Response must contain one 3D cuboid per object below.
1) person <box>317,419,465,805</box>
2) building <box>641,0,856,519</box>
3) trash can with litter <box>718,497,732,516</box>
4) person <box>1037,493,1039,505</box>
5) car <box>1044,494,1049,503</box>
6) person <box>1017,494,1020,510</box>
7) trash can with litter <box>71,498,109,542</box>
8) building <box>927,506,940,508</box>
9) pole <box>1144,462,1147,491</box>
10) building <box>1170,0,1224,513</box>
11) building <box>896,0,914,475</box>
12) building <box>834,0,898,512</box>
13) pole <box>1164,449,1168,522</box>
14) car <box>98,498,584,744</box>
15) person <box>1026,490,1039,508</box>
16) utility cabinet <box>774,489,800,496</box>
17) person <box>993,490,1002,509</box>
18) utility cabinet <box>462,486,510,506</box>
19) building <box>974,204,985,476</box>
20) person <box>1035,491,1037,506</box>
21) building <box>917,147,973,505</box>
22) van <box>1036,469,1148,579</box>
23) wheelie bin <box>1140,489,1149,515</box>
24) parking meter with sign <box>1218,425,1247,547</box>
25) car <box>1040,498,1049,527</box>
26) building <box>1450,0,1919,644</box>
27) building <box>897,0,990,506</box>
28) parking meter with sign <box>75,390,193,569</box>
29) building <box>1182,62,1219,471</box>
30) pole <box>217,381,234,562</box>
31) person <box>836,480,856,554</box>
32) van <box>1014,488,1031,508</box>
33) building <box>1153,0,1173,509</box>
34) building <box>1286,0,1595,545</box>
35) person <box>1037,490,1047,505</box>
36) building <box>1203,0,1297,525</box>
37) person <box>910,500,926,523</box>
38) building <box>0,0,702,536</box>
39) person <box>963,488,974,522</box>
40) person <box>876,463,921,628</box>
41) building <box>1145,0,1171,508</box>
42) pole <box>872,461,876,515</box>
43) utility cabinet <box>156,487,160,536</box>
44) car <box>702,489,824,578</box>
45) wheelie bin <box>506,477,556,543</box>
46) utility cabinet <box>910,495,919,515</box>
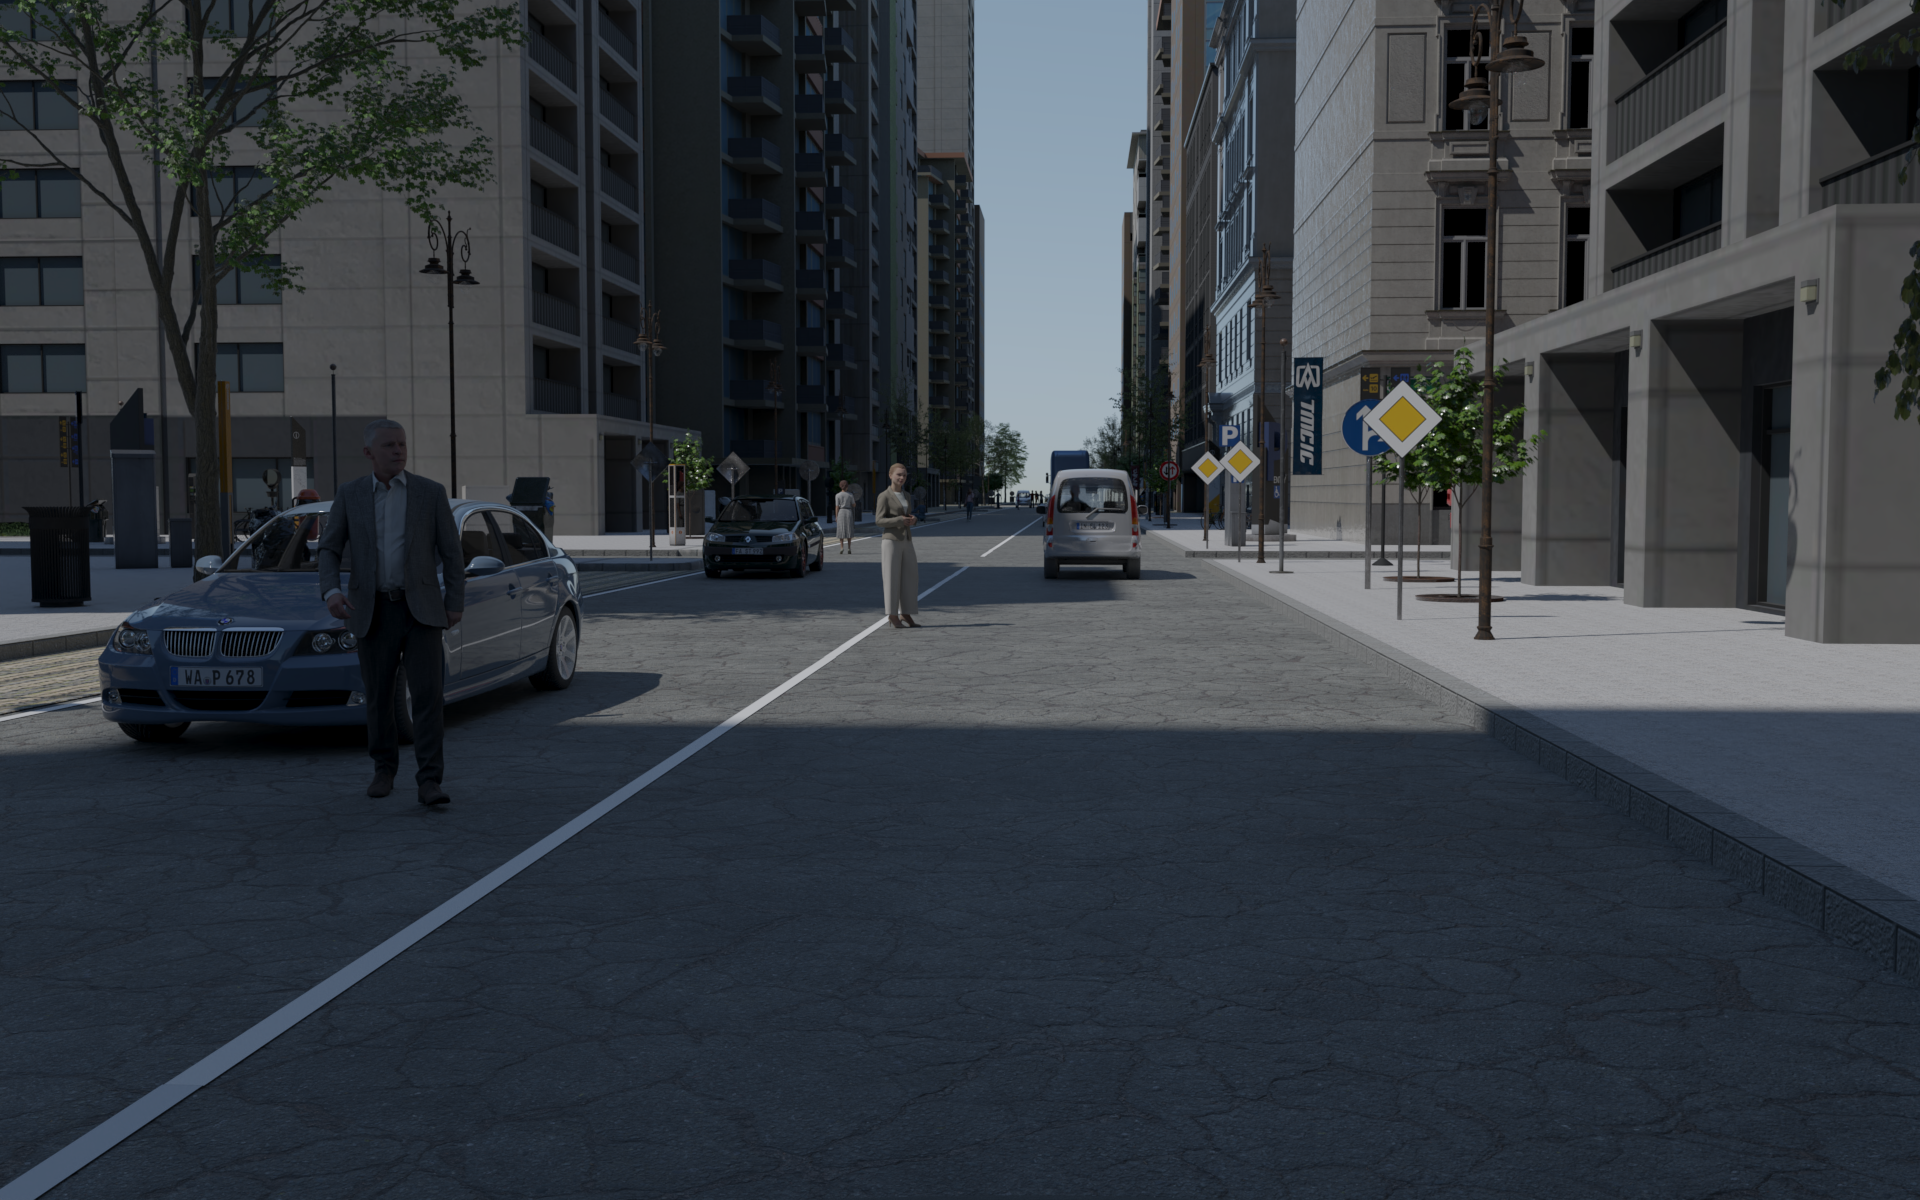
[{"bbox_3d":[-2.612,0.053,8.034,0.661,1.777,0.834,-2,4,-26],"label":"person"},{"bbox_3d":[-17.670,-26.995,95.987,22.147,44.769,28.867,0,4,4],"label":"building"},{"bbox_3d":[-8.859,-3.377,66.598,0.624,1.170,1.055,-3,4,-37],"label":"trash can with litter"},{"bbox_3d":[10.081,-13.281,226.090,0.683,1.767,0.568,2,4,26],"label":"person"},{"bbox_3d":[14.118,-16.049,272.616,2.015,1.641,3.980,0,4,2],"label":"car"},{"bbox_3d":[5.378,-8.926,157.663,0.599,1.433,0.991,0,4,-5],"label":"person"},{"bbox_3d":[-23.162,-2.116,45.980,1.055,1.170,0.624,1,4,15],"label":"trash can with litter"},{"bbox_3d":[-12.519,-44.620,167.783,20.563,71.187,20.611,0,4,4],"label":"building"},{"bbox_3d":[11.921,-7.198,111.536,0.158,3.312,0.155,0,3,0],"label":"pole"},{"bbox_3d":[22.197,-28.907,122.732,14.600,45.320,14.200,0,4,4],"label":"building"},{"bbox_3d":[-18.215,-33.971,144.666,28.713,52.752,27.495,0,4,4],"label":"building"},{"bbox_3d":[-12.136,-26.911,123.590,14.154,41.232,14.086,0,4,4],"label":"building"},{"bbox_3d":[9.349,-5.178,78.510,0.158,3.312,0.155,0,3,0],"label":"pole"},{"bbox_3d":[-3.839,0.030,11.519,2.014,1.417,4.499,0,4,4],"label":"car"},{"bbox_3d":[7.278,-10.137,174.205,1.348,1.831,0.705,0,4,3],"label":"person"},{"bbox_3d":[-8.082,-4.412,80.807,1.173,1.500,0.318,-1,4,-20],"label":"utility cabinet"},{"bbox_3d":[3.618,-9.628,166.001,0.705,1.814,1.350,3,5,41],"label":"person"},{"bbox_3d":[-12.394,-2.240,45.301,1.173,1.500,0.318,-2,4,-34],"label":"utility cabinet"},{"bbox_3d":[-3.555,-37.337,260.573,14.600,45.320,14.200,0,4,4],"label":"building"},{"bbox_3d":[9.284,-12.408,211.001,0.705,1.869,1.348,0,4,8],"label":"person"},{"bbox_3d":[-9.817,-34.436,217.649,22.147,44.769,28.867,0,4,4],"label":"building"},{"bbox_3d":[2.332,-1.446,30.655,2.013,2.044,4.112,0,4,4],"label":"van"},{"bbox_3d":[11.107,-5.907,104.485,0.693,1.594,0.980,0,4,3],"label":"wheelie bin"},{"bbox_3d":[6.807,-2.856,42.954,0.543,3.016,1.738,0,4,-1],"label":"parking meter with sign"},{"bbox_3d":[4.585,-3.945,76.863,2.083,1.381,4.827,0,4,3],"label":"car"},{"bbox_3d":[17.870,-35.366,16.490,20.563,71.187,20.611,0,4,4],"label":"building"},{"bbox_3d":[-6.247,-49.129,241.504,20.563,71.187,20.611,0,4,4],"label":"building"},{"bbox_3d":[-14.204,-2.052,29.812,1.738,3.016,0.543,-2,4,-29],"label":"parking meter with sign"},{"bbox_3d":[21.055,-18.894,102.432,14.314,27.812,24.014,0,4,4],"label":"building"},{"bbox_3d":[-13.284,-2.293,31.338,0.158,3.312,0.155,0,3,0],"label":"pole"},{"bbox_3d":[-2.732,-1.972,41.313,0.480,1.755,0.524,-1,4,-10],"label":"person"},{"bbox_3d":[6.541,-10.488,178.489,2.013,2.044,4.112,0,4,2],"label":"van"},{"bbox_3d":[27.502,-29.953,144.359,22.147,44.769,28.867,0,4,4],"label":"building"},{"bbox_3d":[32.134,-16.671,48.982,44.131,29.872,17.030,0,4,4],"label":"building"},{"bbox_3d":[6.811,-8.227,143.797,0.721,1.735,1.217,-3,5,-40],"label":"person"},{"bbox_3d":[18.834,-17.973,79.760,13.634,28.700,20.117,0,4,4],"label":"building"},{"bbox_3d":[-2.053,-4.393,85.820,1.012,1.151,0.738,-2,4,-26],"label":"person"},{"bbox_3d":[-20.602,-38.146,61.946,20.563,71.187,20.611,0,4,4],"label":"building"},{"bbox_3d":[0.480,-4.955,90.111,0.593,1.750,0.643,1,4,16],"label":"person"},{"bbox_3d":[-0.642,-0.579,18.523,0.362,1.759,0.519,3,5,43],"label":"person"},{"bbox_3d":[29.064,-38.556,172.386,21.231,58.520,28.212,0,4,4],"label":"building"},{"bbox_3d":[-5.251,-6.842,105.712,0.158,3.312,0.155,0,3,0],"label":"pole"},{"bbox_3d":[-23.965,-2.551,50.386,1.173,1.500,0.318,-3,4,-36],"label":"utility cabinet"},{"bbox_3d":[-3.468,-1.294,30.938,2.009,1.686,4.222,0,4,2],"label":"car"},{"bbox_3d":[-7.863,-1.463,31.824,0.980,1.594,0.693,0,4,7],"label":"wheelie bin"},{"bbox_3d":[-2.886,-5.807,106.103,1.020,1.237,0.306,1,4,20],"label":"utility cabinet"}]
